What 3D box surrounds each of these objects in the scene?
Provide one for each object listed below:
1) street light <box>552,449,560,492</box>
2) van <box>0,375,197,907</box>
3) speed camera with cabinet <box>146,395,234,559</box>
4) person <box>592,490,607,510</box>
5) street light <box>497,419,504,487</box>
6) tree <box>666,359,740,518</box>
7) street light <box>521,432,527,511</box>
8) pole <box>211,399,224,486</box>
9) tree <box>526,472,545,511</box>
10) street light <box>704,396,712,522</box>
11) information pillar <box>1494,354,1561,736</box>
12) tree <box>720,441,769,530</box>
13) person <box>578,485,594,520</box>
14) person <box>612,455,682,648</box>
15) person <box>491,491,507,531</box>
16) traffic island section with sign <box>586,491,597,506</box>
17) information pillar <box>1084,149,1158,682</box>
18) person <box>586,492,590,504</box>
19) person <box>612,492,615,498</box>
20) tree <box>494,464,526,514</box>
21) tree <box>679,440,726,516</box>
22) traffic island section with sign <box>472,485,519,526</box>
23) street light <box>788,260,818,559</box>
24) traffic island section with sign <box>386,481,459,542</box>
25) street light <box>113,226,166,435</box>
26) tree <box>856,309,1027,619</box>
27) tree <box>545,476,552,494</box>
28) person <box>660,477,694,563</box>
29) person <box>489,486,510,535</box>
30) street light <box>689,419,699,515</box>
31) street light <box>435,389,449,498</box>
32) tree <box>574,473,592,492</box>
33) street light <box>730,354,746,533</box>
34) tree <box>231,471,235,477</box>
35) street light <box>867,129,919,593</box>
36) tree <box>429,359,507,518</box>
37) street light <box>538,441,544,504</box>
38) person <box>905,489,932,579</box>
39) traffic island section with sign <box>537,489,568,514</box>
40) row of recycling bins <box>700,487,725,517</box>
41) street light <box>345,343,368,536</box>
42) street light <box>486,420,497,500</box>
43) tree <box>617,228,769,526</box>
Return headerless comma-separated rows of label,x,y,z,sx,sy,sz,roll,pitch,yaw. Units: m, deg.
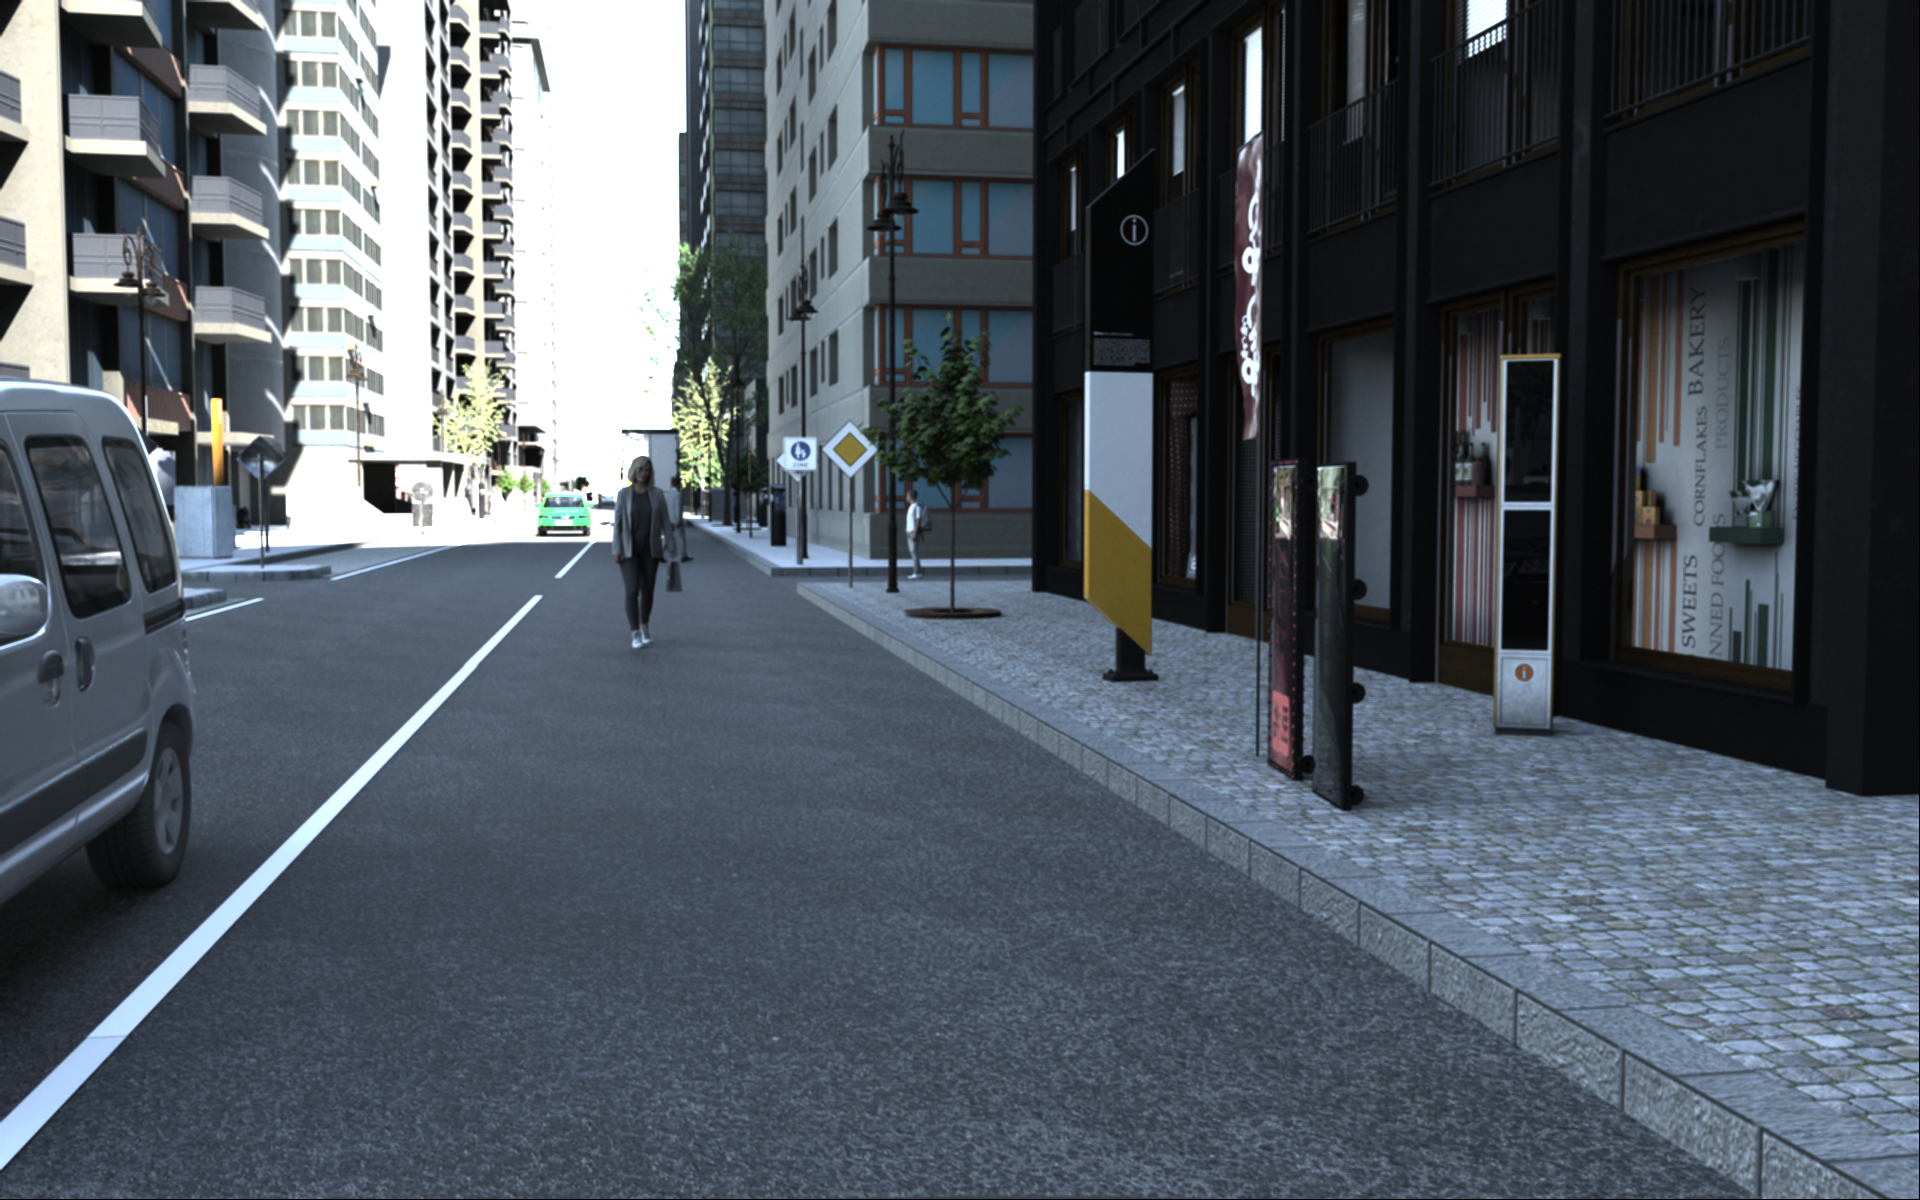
street light,-40.958,-12.365,174.952,0.468,5.910,1.993,-1,4,-10
van,-3.460,0.130,4.888,2.013,2.044,4.112,-1,4,-11
speed camera with cabinet,-15.624,-2.471,34.743,2.038,3.252,0.660,1,4,17
person,-33.237,-9.245,159.674,1.348,1.821,0.705,-1,4,-23
street light,-28.167,-8.143,105.927,0.468,5.910,1.993,-1,4,-10
tree,-13.700,-8.657,91.907,4.737,8.622,4.395,0,3,0
street light,-32.471,-9.557,129.047,0.468,5.910,1.993,-1,4,-10
pole,-15.913,-2.650,37.167,0.158,3.312,0.155,0,3,0
tree,-32.981,-8.388,131.740,1.663,3.219,1.824,0,3,0
street light,-11.612,-6.576,80.310,0.468,5.910,1.993,-1,4,-10
information pillar,3.035,-0.293,9.277,0.304,2.012,0.304,1,4,18
tree,-7.537,-4.142,62.322,1.663,3.219,1.824,0,3,0
person,-15.614,-3.876,71.859,0.713,1.824,0.794,3,4,37
person,-2.945,-0.471,16.390,0.709,1.800,0.728,-1,4,-17
person,-17.570,-3.497,66.341,0.598,1.740,0.731,1,4,16
traffic island section with sign,-50.201,-13.907,235.999,1.989,1.847,2.006,-1,4,-10
information pillar,1.097,-1.251,11.814,0.504,3.616,0.183,-1,4,-18
person,-37.941,-10.182,176.446,0.593,1.643,0.415,-3,5,-43
person,-51.410,-15.128,256.531,0.721,1.739,1.217,-2,4,-30
tree,-29.840,-7.280,113.635,1.663,3.219,1.824,0,3,0
tree,-15.018,-7.168,100.906,4.285,4.588,4.351,0,3,0
traffic island section with sign,-21.157,-4.301,78.950,1.989,1.847,2.006,-1,4,-10
street light,-3.106,-3.767,34.379,0.468,5.910,1.993,-1,4,-10
traffic island section with sign,-16.254,-2.680,52.443,1.989,1.847,2.006,-1,4,-10
street light,-14.216,-3.509,30.153,0.468,5.910,1.993,-1,4,-10
tree,-0.078,-1.452,18.344,1.663,3.219,1.824,0,3,0
tree,-42.604,-11.217,178.000,1.663,3.219,1.824,0,3,0
person,-6.000,-1.685,36.327,0.678,1.792,0.850,3,5,43
person,-16.330,-3.181,61.264,0.760,1.731,0.466,-3,4,-36
street light,-15.908,-8.035,104.162,0.468,5.910,1.993,-1,4,-10
street light,-22.702,-6.317,76.065,0.468,5.910,1.993,-1,4,-10
tree,-57.001,-16.952,260.873,4.285,4.588,4.351,0,3,0
street light,-7.334,-5.162,57.192,0.468,5.910,1.993,-1,4,-10
tree,-26.325,-4.060,60.983,1.663,3.219,1.824,0,3,0
street light,-0.879,-3.038,22.456,0.468,5.910,1.993,-1,4,-10
tree,-26.428,-8.800,94.245,4.737,8.622,4.395,0,3,0
street light,-36.671,-10.953,151.865,0.468,5.910,1.993,-1,4,-10
person,-0.760,-1.119,29.390,0.503,1.515,0.523,3,5,43
traffic island section with sign,-30.267,-7.313,128.195,1.989,1.847,2.006,-1,4,-10
row of recycling bins,-13.602,-5.470,96.548,1.069,1.692,3.534,-2,4,-24
street light,-18.405,-4.904,52.973,0.468,5.910,1.993,-1,4,-10
street light,-26.931,-7.712,98.878,0.468,5.910,1.993,-1,4,-10
tree,-9.483,-8.779,69.298,9.928,11.665,9.643,0,3,0
